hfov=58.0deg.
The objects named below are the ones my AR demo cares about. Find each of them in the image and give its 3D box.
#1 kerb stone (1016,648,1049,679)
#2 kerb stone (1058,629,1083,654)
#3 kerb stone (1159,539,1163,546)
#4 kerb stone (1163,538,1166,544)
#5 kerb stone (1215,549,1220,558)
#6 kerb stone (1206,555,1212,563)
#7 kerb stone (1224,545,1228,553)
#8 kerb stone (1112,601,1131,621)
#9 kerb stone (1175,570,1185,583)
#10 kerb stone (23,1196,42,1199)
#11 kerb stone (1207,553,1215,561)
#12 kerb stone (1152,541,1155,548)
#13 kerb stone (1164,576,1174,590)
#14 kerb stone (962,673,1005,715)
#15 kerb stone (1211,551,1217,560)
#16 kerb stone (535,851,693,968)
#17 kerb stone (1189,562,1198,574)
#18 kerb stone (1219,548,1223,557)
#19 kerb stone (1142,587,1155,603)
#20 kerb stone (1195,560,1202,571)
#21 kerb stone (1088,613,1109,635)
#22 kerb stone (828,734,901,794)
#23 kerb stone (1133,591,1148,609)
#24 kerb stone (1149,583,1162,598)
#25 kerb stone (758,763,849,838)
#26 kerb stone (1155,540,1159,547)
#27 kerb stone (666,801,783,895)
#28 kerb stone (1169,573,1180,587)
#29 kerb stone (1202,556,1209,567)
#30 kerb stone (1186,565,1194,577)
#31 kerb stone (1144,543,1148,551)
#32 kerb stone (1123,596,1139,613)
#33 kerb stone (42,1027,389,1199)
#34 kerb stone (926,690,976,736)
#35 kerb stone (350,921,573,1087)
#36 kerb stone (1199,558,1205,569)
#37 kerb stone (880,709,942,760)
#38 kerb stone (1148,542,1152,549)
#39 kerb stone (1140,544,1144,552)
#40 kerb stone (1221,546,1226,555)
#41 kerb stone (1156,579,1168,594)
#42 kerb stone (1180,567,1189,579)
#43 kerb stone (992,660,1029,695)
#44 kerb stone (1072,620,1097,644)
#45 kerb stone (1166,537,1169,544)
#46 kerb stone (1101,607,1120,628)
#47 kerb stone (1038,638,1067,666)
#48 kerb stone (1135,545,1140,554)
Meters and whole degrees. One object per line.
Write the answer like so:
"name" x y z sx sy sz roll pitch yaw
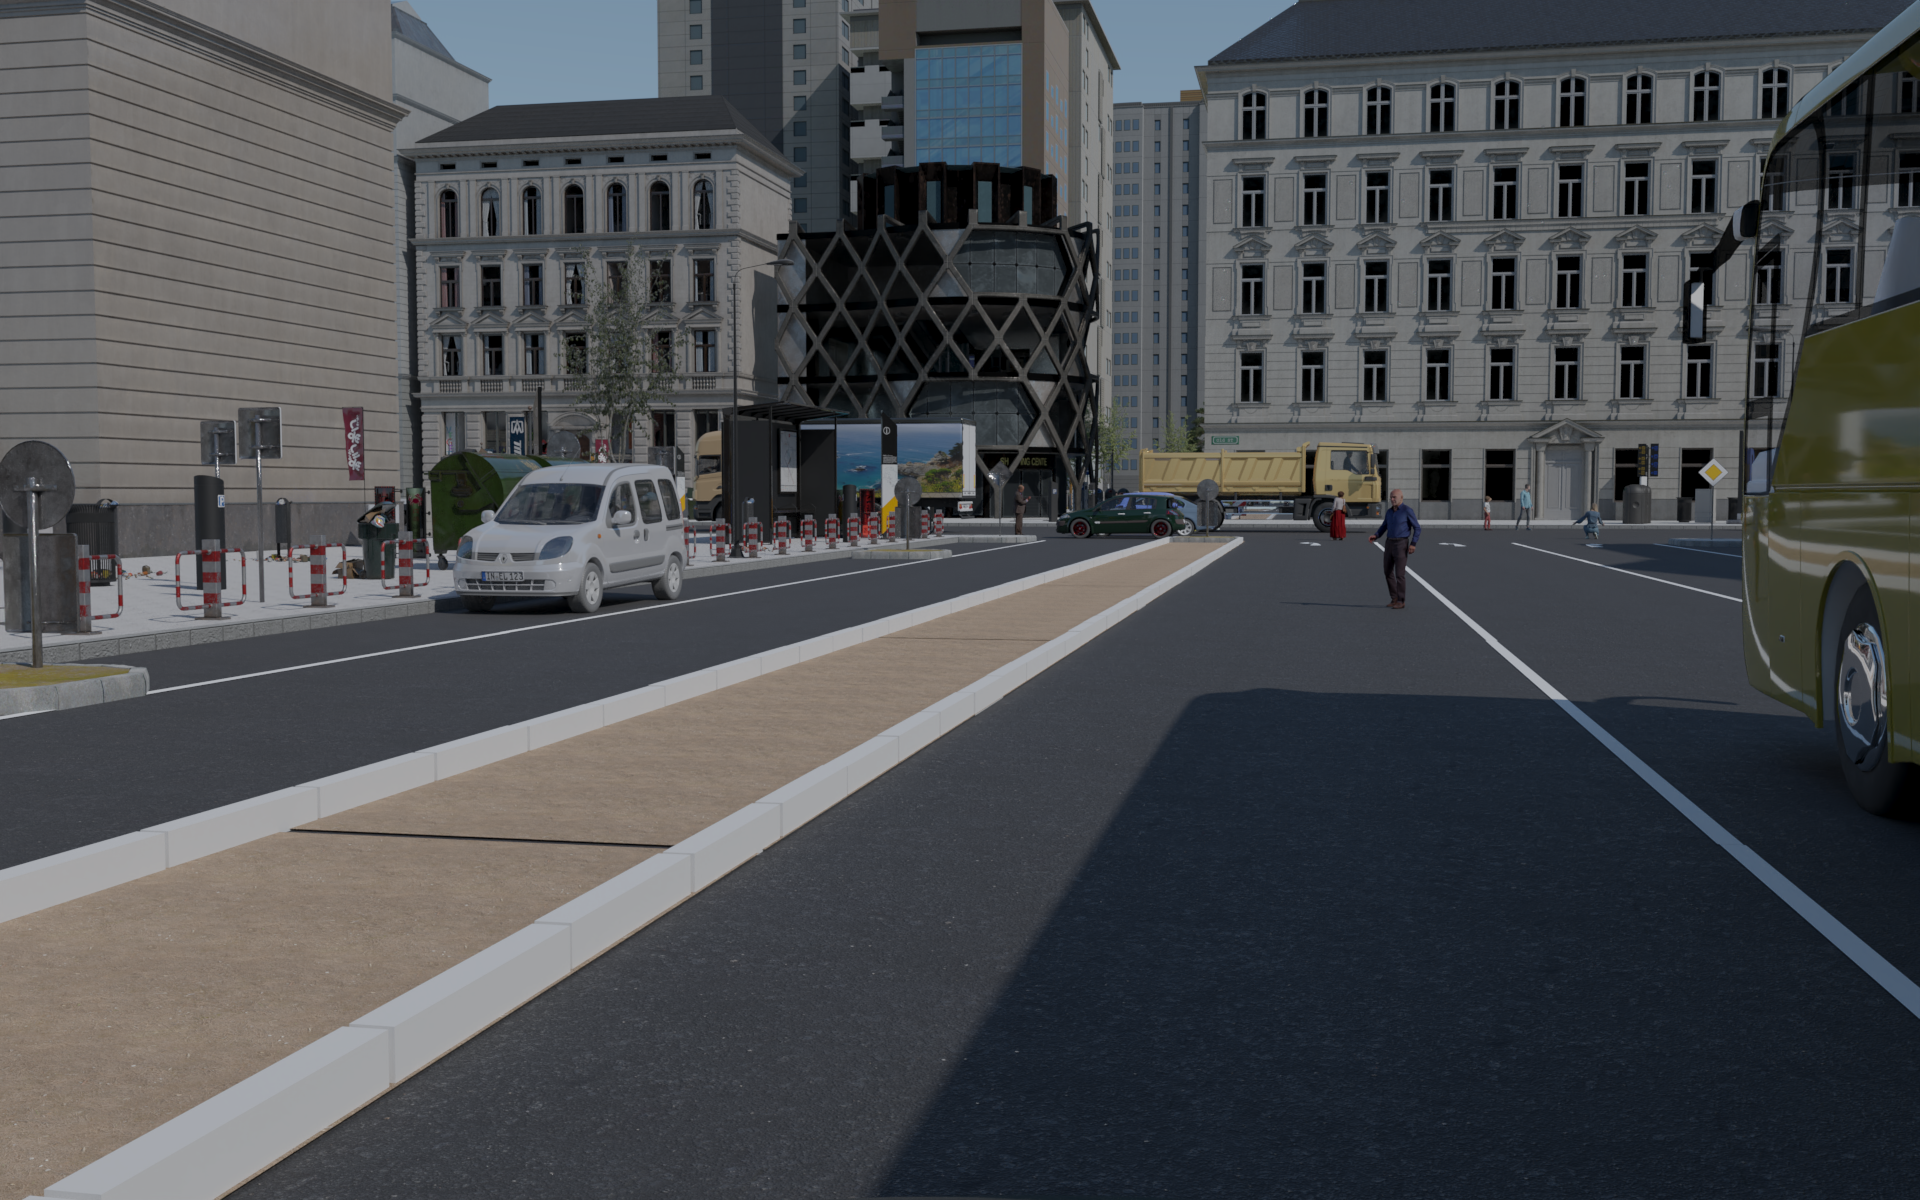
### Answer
"kerb stone" 0.554 0.520 13.733 0.120 0.150 1.000 1 4 12
"kerb stone" 0.971 0.403 15.755 0.120 0.150 1.000 1 4 12
"kerb stone" 5.368 -1.538 47.354 0.120 0.150 1.000 1 4 12
"kerb stone" 5.570 -1.599 48.359 0.120 0.150 1.000 1 4 12
"kerb stone" 5.555 -0.961 37.936 0.120 0.150 1.000 1 4 12
"kerb stone" 4.935 -0.774 34.919 0.120 0.150 1.000 1 4 12
"kerb stone" 6.184 -1.145 40.952 0.120 0.150 1.000 1 4 12
"kerb stone" 1.808 0.146 19.800 0.120 0.150 1.000 1 4 12
"kerb stone" 3.477 -0.345 27.862 0.120 0.150 1.000 1 4 12
"kerb stone" -1.742 1.194 2.670 0.120 0.150 1.000 1 4 12
"kerb stone" 5.139 -0.840 35.923 0.120 0.150 1.000 1 4 12
"kerb stone" 4.942 -1.415 45.330 0.120 0.150 1.000 1 4 12
"kerb stone" 3.059 -0.224 25.855 0.120 0.150 1.000 1 4 12
"kerb stone" 0.142 0.641 11.712 0.120 0.150 1.000 1 4 12
"kerb stone" 5.345 -0.899 36.932 0.120 0.150 1.000 1 4 12
"kerb stone" -1.119 1.010 5.684 0.120 0.150 1.000 1 4 12
"kerb stone" 4.109 -0.531 30.882 0.120 0.150 1.000 1 4 12
"kerb stone" 5.770 -1.024 38.938 0.120 0.150 1.000 1 4 12
"kerb stone" 2.431 -0.037 22.817 0.120 0.150 1.000 1 4 12
"kerb stone" 4.311 -0.593 31.890 0.120 0.150 1.000 1 4 12
"kerb stone" 1.382 0.271 17.769 0.120 0.150 1.000 1 4 12
"kerb stone" -0.489 0.830 8.702 0.120 0.150 1.000 1 4 12
"kerb stone" 2.229 0.027 21.812 0.120 0.150 1.000 1 4 12
"kerb stone" 2.637 -0.100 23.838 0.120 0.150 1.000 1 4 12
"kerb stone" -0.694 0.887 7.698 0.120 0.150 1.000 1 4 12
"kerb stone" 5.151 -1.475 46.348 0.120 0.150 1.000 1 4 12
"kerb stone" -0.905 0.949 6.686 0.120 0.150 1.000 1 4 12
"kerb stone" 3.268 -0.282 26.858 0.120 0.150 1.000 1 4 12
"kerb stone" 4.726 -0.715 33.906 0.120 0.150 1.000 1 4 12
"kerb stone" 3.892 -0.467 29.876 0.120 0.150 1.000 1 4 12
"kerb stone" 4.526 -1.288 43.308 0.120 0.150 1.000 1 4 12
"kerb stone" 2.009 0.085 20.806 0.120 0.150 1.000 1 4 12
"kerb stone" -1.529 1.133 3.675 0.120 0.150 1.000 1 4 12
"kerb stone" -0.071 0.703 10.709 0.120 0.150 1.000 1 4 12
"kerb stone" -1.320 1.073 4.679 0.120 0.150 1.000 1 4 12
"kerb stone" 4.518 -0.655 32.897 0.120 0.150 1.000 1 4 12
"kerb stone" -0.280 0.765 9.706 0.120 0.150 1.000 1 4 12
"kerb stone" 4.734 -1.349 44.320 0.120 0.150 1.000 1 4 12
"kerb stone" 4.318 -1.230 42.301 0.120 0.150 1.000 1 4 12
"kerb stone" 5.980 -1.086 39.947 0.120 0.150 1.000 1 4 12
"kerb stone" 2.851 -0.162 24.847 0.120 0.150 1.000 1 4 12
"kerb stone" 3.682 -0.403 28.873 0.120 0.150 1.000 1 4 12
"kerb stone" 0.345 0.579 12.729 0.120 0.150 1.000 1 4 12
"kerb stone" 1.177 0.335 16.765 0.120 0.150 1.000 1 4 12
"kerb stone" 5.784 -1.662 49.367 0.120 0.150 1.000 1 4 12
"kerb stone" 1.597 0.208 18.790 0.120 0.150 1.000 1 4 12
"kerb stone" 0.761 0.461 14.745 0.120 0.150 1.000 1 4 12
"kerb stone" 4.112 -1.165 41.286 0.120 0.150 1.000 1 4 12
